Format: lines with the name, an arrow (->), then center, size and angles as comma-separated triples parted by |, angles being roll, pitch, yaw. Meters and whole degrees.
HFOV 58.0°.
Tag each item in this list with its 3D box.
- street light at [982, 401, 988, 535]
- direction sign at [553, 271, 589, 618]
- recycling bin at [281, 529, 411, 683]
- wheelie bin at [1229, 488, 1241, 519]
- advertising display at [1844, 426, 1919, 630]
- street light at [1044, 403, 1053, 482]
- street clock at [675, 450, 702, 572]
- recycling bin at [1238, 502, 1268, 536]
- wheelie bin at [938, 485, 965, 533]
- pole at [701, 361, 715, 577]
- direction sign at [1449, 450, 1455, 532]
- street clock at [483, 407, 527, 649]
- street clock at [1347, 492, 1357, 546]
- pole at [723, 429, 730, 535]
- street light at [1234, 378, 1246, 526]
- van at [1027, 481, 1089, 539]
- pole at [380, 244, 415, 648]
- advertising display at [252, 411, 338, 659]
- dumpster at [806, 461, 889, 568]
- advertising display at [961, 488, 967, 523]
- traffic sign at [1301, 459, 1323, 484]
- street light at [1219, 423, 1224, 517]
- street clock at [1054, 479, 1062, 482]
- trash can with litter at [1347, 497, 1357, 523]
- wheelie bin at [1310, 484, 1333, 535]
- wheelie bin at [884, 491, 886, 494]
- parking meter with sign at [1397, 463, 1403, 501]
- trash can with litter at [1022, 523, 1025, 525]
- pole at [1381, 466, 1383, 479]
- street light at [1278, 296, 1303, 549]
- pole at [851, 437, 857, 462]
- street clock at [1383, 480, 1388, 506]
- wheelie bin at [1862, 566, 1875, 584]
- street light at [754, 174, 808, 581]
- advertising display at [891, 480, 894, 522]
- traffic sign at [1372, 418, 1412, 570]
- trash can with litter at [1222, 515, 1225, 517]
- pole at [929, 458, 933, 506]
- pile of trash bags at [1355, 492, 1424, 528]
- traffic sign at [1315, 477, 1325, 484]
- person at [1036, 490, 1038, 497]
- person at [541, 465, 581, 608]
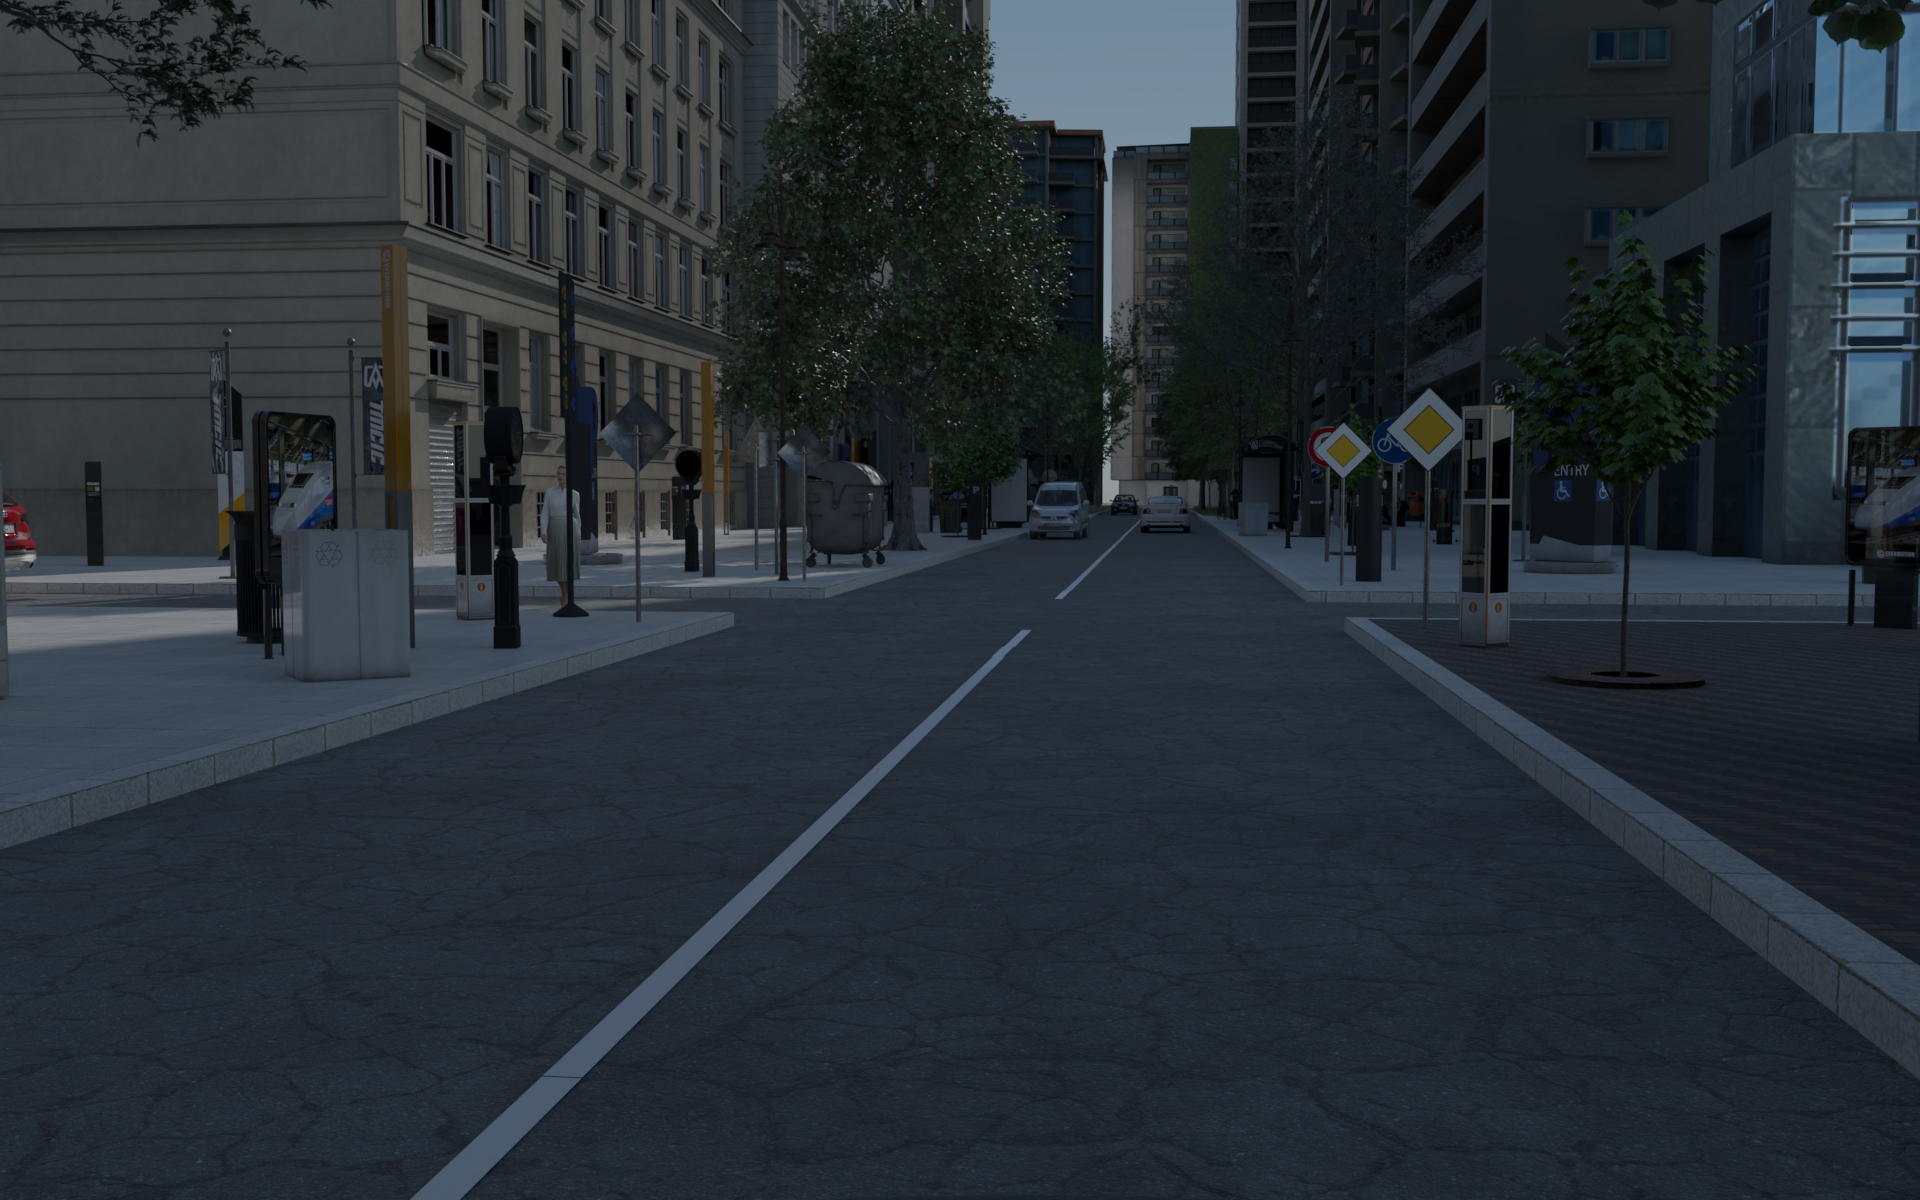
street light -> 0.776, -4.970, 54.045 | 0.468, 5.910, 1.993 | 0, 4, 7
direction sign -> -4.083, -1.595, 18.071 | 0.379, 3.537, 0.876 | 0, 4, -4
recycling bin -> -4.337, 0.020, 12.228 | 0.722, 1.027, 0.722 | -2, 4, -32
wheelie bin -> 14.104, -4.889, 87.845 | 0.693, 1.594, 0.980 | 3, 5, 43
advertising display -> 8.942, -0.690, 16.502 | 0.123, 1.923, 0.974 | -2, 4, -35
street light -> 4.155, -6.690, 82.176 | 0.468, 5.910, 1.993 | 0, 4, 7
street clock -> -4.432, -1.469, 28.589 | 0.471, 2.002, 0.358 | 1, 4, 18
recycling bin -> 9.008, -2.489, 53.245 | 0.722, 1.027, 0.722 | -1, 4, -10
wheelie bin -> -0.301, -3.009, 57.106 | 0.980, 1.594, 0.693 | 2, 4, 23
pole -> -3.893, -2.014, 26.767 | 0.158, 3.312, 0.155 | 0, 3, 0
direction sign -> 16.708, -4.099, 59.018 | 0.379, 3.537, 0.876 | 1, 4, 20
street clock -> -3.776, -0.600, 14.388 | 0.358, 2.002, 0.471 | 0, 4, -2
street clock -> 9.721, -2.340, 42.827 | 0.471, 2.002, 0.358 | -2, 4, -26
pole -> -7.330, -3.699, 54.330 | 0.158, 3.312, 0.155 | 0, 3, 0
street light -> 11.158, -5.889, 69.070 | 0.468, 5.910, 1.993 | 0, 4, 7
van -> 3.233, -3.002, 56.096 | 2.013, 2.044, 4.112 | 1, 4, 9
pole -> -4.647, -1.252, 14.311 | 0.158, 3.312, 0.155 | 0, 3, 0
advertising display -> -5.290, -0.527, 13.835 | 0.123, 1.923, 0.974 | 1, 4, 12
dumpster -> -2.033, -1.531, 30.797 | 1.264, 1.857, 1.865 | 0, 4, 7
advertising display -> 0.200, -4.430, 77.645 | 0.974, 1.923, 0.123 | 0, 4, -5
traffic sign -> 11.977, -3.594, 58.873 | 0.768, 2.556, 0.104 | 1, 4, 13
street light -> 14.750, -7.647, 97.813 | 0.468, 5.910, 1.993 | 0, 4, 7
street clock -> 4.826, -4.921, 85.023 | 0.471, 2.002, 0.358 | -2, 4, -31
trash can with litter -> 17.387, -3.971, 76.316 | 0.624, 1.170, 1.055 | -1, 4, -14
wheelie bin -> 11.149, -2.811, 53.872 | 0.980, 1.594, 0.693 | 3, 4, 37
wheelie bin -> -3.719, -4.218, 76.876 | 0.693, 1.594, 0.980 | -3, 5, -41
parking meter with sign -> 24.577, -6.128, 96.460 | 0.543, 3.016, 1.738 | 1, 4, 12
trash can with litter -> 2.252, -3.674, 71.451 | 0.624, 1.170, 1.055 | -3, 5, -43
pole -> 23.491, -6.283, 96.563 | 0.158, 3.312, 0.155 | 0, 3, 0
street light -> 7.734, -4.152, 40.671 | 0.468, 5.910, 1.993 | 0, 4, 7
pole -> -3.812, -4.196, 62.446 | 0.158, 3.312, 0.155 | 0, 3, 0
street clock -> 21.123, -5.010, 86.486 | 0.471, 2.002, 0.358 | -3, 5, -44
wheelie bin -> 13.227, -1.029, 24.737 | 0.693, 1.594, 0.980 | 3, 5, 45
street light -> -2.611, -3.221, 25.453 | 0.468, 5.910, 1.993 | 0, 4, 7
advertising display -> -2.913, -4.499, 78.766 | 0.123, 1.923, 0.974 | 1, 4, 18
traffic sign -> 7.287, -1.769, 29.031 | 0.768, 2.556, 0.104 | 1, 4, 14
trash can with litter -> 15.148, -5.132, 94.966 | 1.678, 1.210, 2.233 | -3, 5, -43
pole -> -1.626, -6.334, 97.397 | 0.158, 3.312, 0.155 | 0, 3, 0
pile of trash bags -> 16.820, -3.539, 67.610 | 1.912, 1.369, 3.447 | -2, 4, -29
traffic sign -> 12.773, -3.801, 62.146 | 0.884, 2.594, 0.081 | 1, 4, 12
person -> 8.163, -10.576, 181.517 | 0.705, 1.812, 1.348 | -1, 4, -10
person -> -5.017, -0.804, 21.876 | 0.478, 1.798, 0.641 | 0, 4, -1
